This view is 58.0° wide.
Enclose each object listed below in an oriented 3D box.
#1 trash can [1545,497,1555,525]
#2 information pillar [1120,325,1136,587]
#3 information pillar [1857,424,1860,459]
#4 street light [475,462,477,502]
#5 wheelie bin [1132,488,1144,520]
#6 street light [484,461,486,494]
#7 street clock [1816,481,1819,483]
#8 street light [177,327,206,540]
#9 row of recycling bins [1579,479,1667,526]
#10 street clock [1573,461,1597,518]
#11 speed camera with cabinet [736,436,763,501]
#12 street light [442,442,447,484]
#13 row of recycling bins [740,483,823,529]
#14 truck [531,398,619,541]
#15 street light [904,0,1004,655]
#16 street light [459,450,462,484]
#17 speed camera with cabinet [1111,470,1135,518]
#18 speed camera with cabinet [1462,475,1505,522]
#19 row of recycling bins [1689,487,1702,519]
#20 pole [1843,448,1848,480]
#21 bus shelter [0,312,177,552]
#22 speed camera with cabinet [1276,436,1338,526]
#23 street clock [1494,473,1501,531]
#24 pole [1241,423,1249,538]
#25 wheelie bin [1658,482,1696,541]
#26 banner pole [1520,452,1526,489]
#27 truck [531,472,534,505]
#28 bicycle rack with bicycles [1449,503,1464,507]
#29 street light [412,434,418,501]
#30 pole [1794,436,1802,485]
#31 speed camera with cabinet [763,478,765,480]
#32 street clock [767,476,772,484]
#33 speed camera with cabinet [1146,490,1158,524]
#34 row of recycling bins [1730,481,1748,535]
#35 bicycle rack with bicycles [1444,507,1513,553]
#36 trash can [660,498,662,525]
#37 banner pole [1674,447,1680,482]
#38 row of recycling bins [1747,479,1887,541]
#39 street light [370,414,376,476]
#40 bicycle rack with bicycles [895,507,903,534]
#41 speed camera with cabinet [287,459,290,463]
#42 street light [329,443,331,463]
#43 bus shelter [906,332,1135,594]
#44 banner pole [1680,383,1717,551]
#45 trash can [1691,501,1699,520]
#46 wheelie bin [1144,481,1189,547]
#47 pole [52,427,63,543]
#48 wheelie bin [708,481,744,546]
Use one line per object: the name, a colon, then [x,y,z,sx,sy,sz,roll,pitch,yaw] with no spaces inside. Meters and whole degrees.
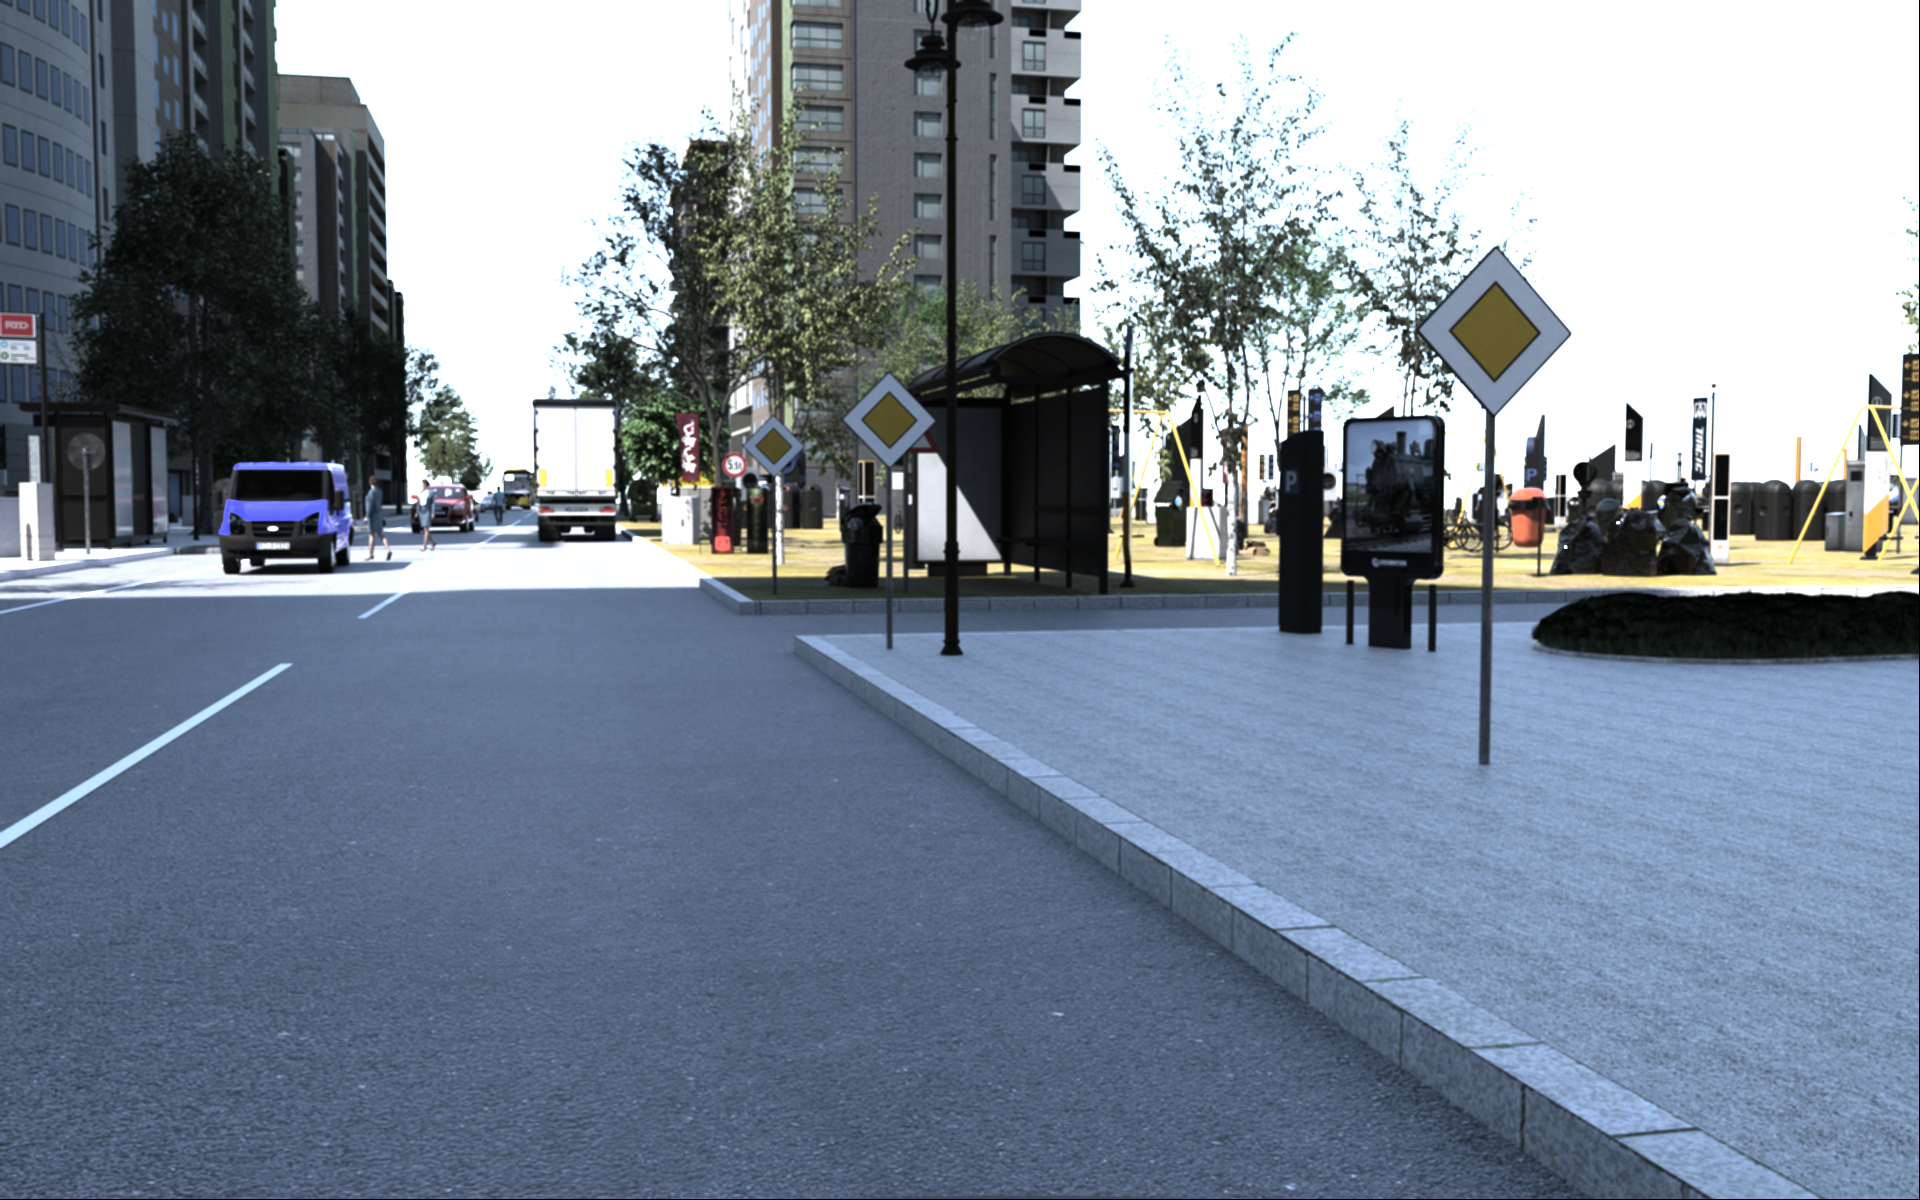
trash can: [25.335,-3.859,74.742,0.748,1.137,0.748,0,3,0]
information pillar: [2.313,-1.987,23.836,0.183,3.616,0.504,1,4,11]
information pillar: [30.108,-4.070,57.896,0.504,3.616,0.183,-3,5,-40]
street light: [-56.990,-14.118,203.615,0.468,5.910,1.993,-1,4,-13]
wheelie bin: [8.811,-4.674,84.332,0.980,1.594,0.693,0,4,-6]
street light: [-63.731,-15.895,232.667,0.468,5.910,1.993,-1,4,-13]
street clock: [48.650,-5.753,98.632,0.471,2.002,0.358,0,4,0]
street light: [-21.274,-4.604,48.067,0.468,5.910,1.993,-1,4,-13]
row of recycling bins: [18.538,-2.505,48.075,3.534,1.692,1.069,-2,4,-34]
street clock: [13.873,-2.075,38.496,0.471,2.002,0.358,3,5,44]
speed camera with cabinet: [-7.860,-3.933,58.643,2.038,3.252,0.660,-2,4,-28]
street light: [-44.988,-10.906,151.101,0.468,5.910,1.993,-1,4,-13]
row of recycling bins: [-6.746,-3.483,64.064,3.534,1.692,1.069,1,4,14]
truck: [-12.455,-4.125,56.357,2.839,4.237,11.283,-1,4,-12]
street light: [-0.066,-2.501,13.677,0.468,5.910,1.993,-1,4,-13]
street light: [-50.546,-12.374,175.096,0.468,5.910,1.993,-1,4,-13]
speed camera with cabinet: [9.029,-6.042,93.124,0.660,3.252,2.038,-3,4,-37]
speed camera with cabinet: [24.010,-5.202,79.384,2.038,3.252,0.660,-2,4,-25]
row of recycling bins: [38.394,-5.028,89.317,3.534,1.692,1.069,-2,4,-25]
pole: [39.537,-5.110,77.391,0.158,3.312,0.155,0,3,0]
bus shelter: [-20.680,-3.879,41.046,2.179,5.291,8.768,-1,4,-13]
speed camera with cabinet: [11.849,-3.966,59.182,2.038,3.252,0.660,1,4,11]
street clock: [18.740,-3.424,60.552,0.358,2.002,0.471,1,4,21]
pole: [8.223,-3.436,50.025,0.158,3.312,0.155,0,3,0]
wheelie bin: [19.296,-2.363,46.543,0.980,1.594,0.693,0,4,-4]
banner pole: [33.554,-6.910,103.000,0.401,3.779,0.863,-3,5,-39]
truck: [-56.401,-14.383,224.068,2.839,4.237,11.283,-1,4,-12]
bicycle rack with bicycles: [21.719,-3.706,73.969,2.852,0.926,2.925,2,4,35]
street light: [-38.350,-9.143,122.281,0.468,5.910,1.993,-1,4,-13]
pole: [29.369,-4.090,60.711,0.158,3.312,0.155,0,3,0]
speed camera with cabinet: [-10.354,-6.035,93.011,2.038,3.252,0.660,-3,5,-43]
street clock: [-7.531,-3.996,69.899,0.471,2.002,0.358,2,4,25]
speed camera with cabinet: [8.885,-4.950,75.264,0.660,3.252,2.038,3,5,40]
row of recycling bins: [25.307,-2.968,55.634,1.069,1.692,3.534,3,4,37]
bicycle rack with bicycles: [10.985,-1.570,39.051,2.925,0.926,2.852,1,4,16]
trash can: [-11.594,-3.504,68.951,0.748,1.137,0.748,0,3,0]
banner pole: [37.765,-6.187,91.181,0.401,3.779,0.863,-1,4,-10]
row of recycling bins: [23.840,-2.492,47.853,3.534,1.692,1.069,0,4,-2]
street light: [-31.863,-7.418,94.070,0.468,5.910,1.993,-1,4,-13]
bicycle rack with bicycles: [-0.683,-2.531,54.767,2.852,0.926,2.925,-1,4,-14]
speed camera with cabinet: [-26.483,-4.486,67.678,0.660,3.252,2.038,-2,4,-26]
street light: [-27.920,-6.358,76.748,0.468,5.910,1.993,-1,4,-13]
bus shelter: [0.596,-1.861,24.356,2.014,3.302,5.546,-1,4,-13]
banner pole: [16.861,-3.011,39.249,0.401,3.779,0.863,-1,4,-20]
trash can: [35.990,-4.495,85.151,0.748,1.137,0.748,0,3,0]
wheelie bin: [5.152,-2.103,42.298,0.693,1.594,0.980,-3,5,-41]
pole: [-23.722,-3.162,45.537,0.158,3.312,0.155,0,3,0]
wheelie bin: [-5.782,-2.137,42.852,0.980,1.594,0.693,3,5,39]
